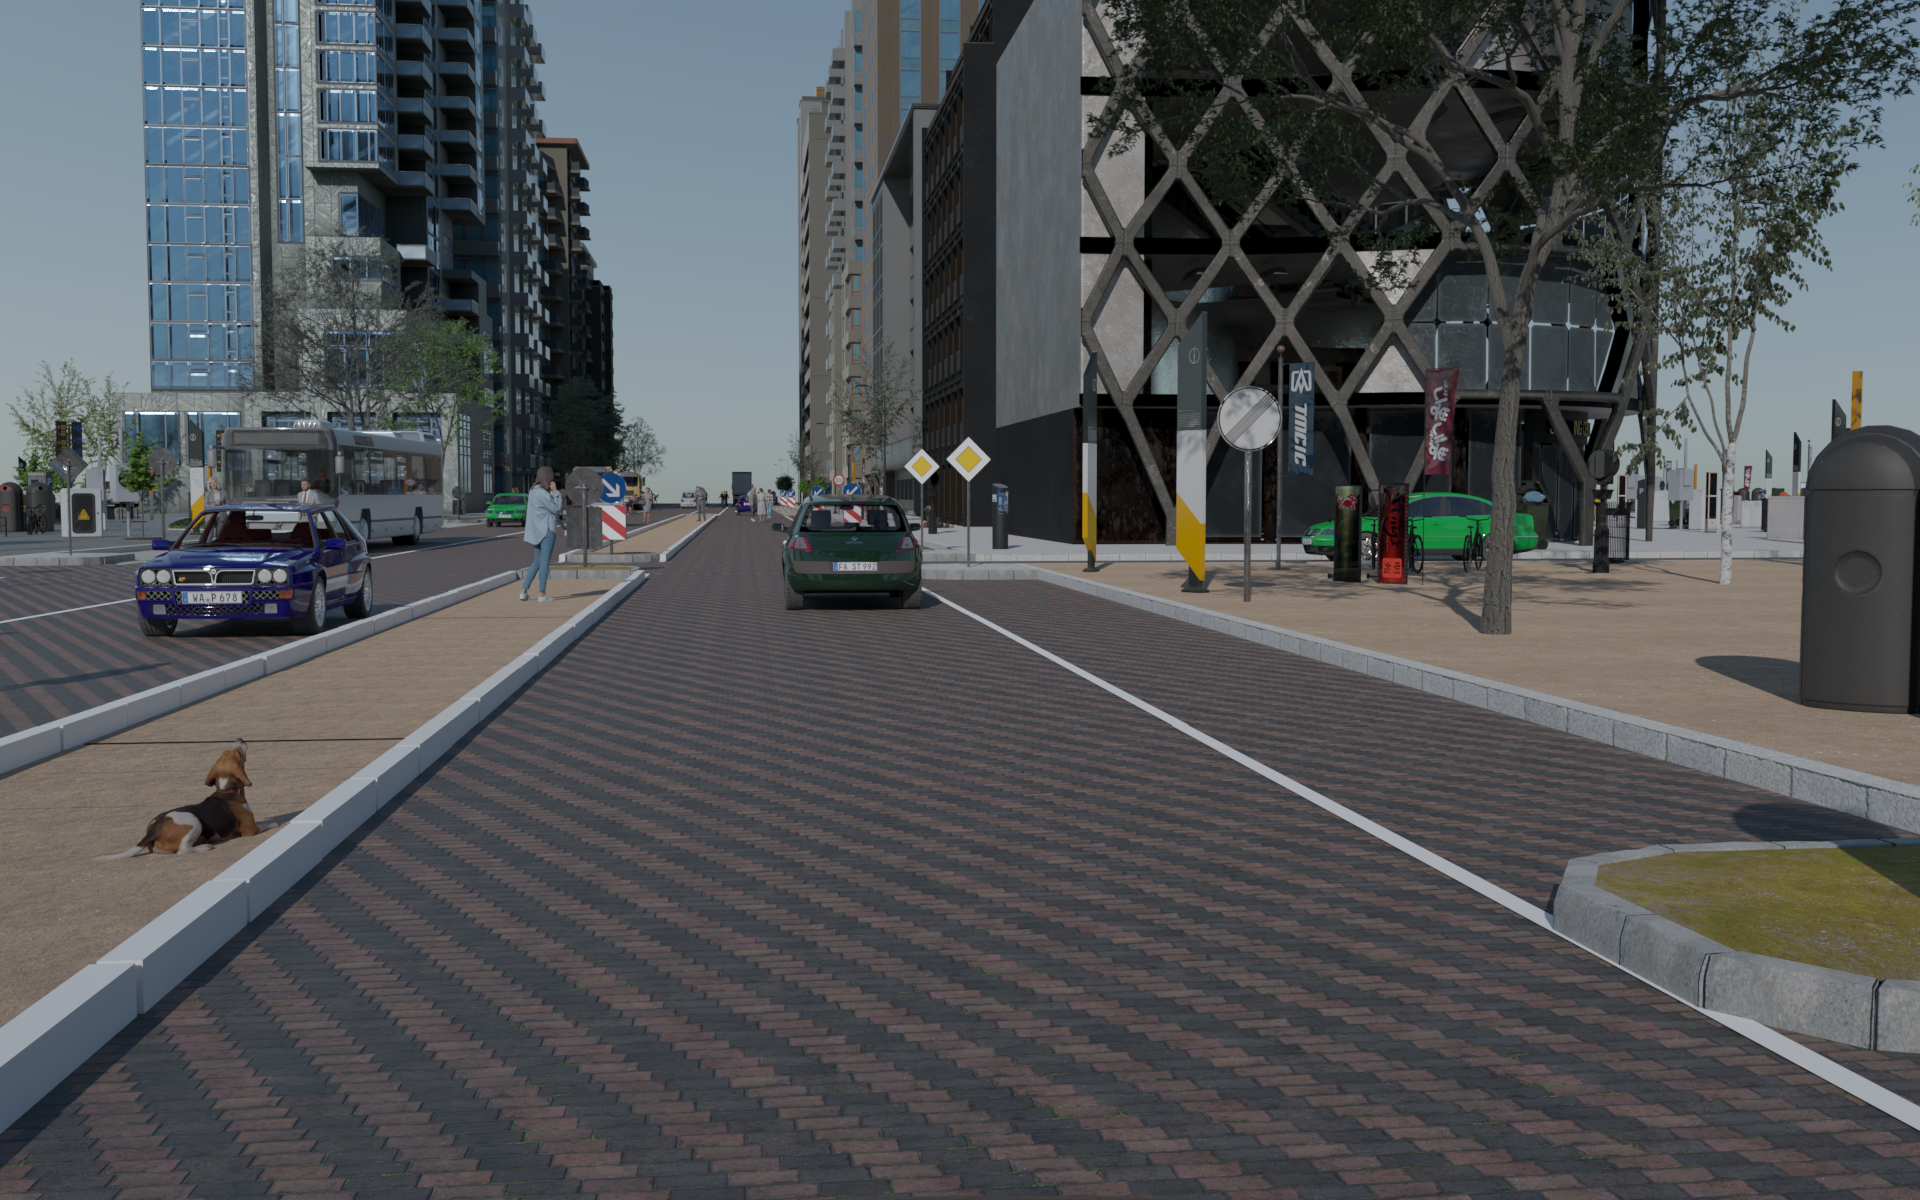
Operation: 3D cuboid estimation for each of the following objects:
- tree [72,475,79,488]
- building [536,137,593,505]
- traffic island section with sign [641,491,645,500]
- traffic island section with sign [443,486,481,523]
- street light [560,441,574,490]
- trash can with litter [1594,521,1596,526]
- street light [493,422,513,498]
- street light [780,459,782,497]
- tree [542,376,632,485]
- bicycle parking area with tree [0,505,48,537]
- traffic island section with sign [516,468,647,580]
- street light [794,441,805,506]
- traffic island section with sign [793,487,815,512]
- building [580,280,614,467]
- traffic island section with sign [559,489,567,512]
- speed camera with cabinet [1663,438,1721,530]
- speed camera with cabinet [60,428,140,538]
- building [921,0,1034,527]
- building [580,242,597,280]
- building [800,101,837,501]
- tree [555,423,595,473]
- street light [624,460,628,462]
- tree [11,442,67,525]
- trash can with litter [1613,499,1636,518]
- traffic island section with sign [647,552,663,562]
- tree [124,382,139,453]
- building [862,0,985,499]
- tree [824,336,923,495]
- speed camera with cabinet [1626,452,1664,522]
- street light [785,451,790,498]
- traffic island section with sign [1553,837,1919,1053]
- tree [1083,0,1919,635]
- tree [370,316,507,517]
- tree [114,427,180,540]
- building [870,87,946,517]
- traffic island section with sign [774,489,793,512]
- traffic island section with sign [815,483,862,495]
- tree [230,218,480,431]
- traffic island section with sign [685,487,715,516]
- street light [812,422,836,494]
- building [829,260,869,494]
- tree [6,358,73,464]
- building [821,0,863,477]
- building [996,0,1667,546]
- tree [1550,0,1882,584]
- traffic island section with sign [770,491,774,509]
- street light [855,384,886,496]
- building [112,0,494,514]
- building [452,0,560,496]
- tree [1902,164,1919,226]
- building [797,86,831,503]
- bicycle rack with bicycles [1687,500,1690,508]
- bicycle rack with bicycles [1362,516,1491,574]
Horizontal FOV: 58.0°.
[{"bbox_3d":[-37.817,-4.794,72.987,1.663,3.219,1.824,0,3,0],"label":"tree"},{"bbox_3d":[-55.948,-33.801,207.276,22.147,44.769,28.867,0,4,-7],"label":"building"},{"bbox_3d":[-44.500,-14.372,243.604,1.989,1.847,2.006,0,4,-7],"label":"traffic island section with sign"},{"bbox_3d":[-24.766,-4.704,85.535,1.989,1.847,2.006,0,4,-7],"label":"traffic island section with sign"},{"bbox_3d":[-34.241,-10.899,150.742,1.470,5.913,1.316,0,4,-7],"label":"street light"},{"bbox_3d":[24.905,-3.620,70.237,2.233,1.210,1.678,3,4,37],"label":"trash can with litter"},{"bbox_3d":[-29.585,-8.533,112.048,1.470,5.913,1.316,0,4,-7],"label":"street light"},{"bbox_3d":[-23.591,-15.885,232.258,1.470,5.913,1.316,0,4,-7],"label":"street light"},{"bbox_3d":[-39.838,-17.017,184.877,9.857,13.997,8.962,0,3,0],"label":"tree"},{"bbox_3d":[-32.422,-3.989,52.230,8.231,4.147,9.016,0,4,-2],"label":"bicycle parking area with tree"},{"bbox_3d":[-6.524,-1.326,29.821,2.006,1.907,1.989,0,4,-7],"label":"traffic island section with sign"},{"bbox_3d":[-13.389,-10.879,150.410,1.470,5.913,1.316,0,4,-7],"label":"street light"},{"bbox_3d":[-7.328,-4.840,87.769,1.989,1.847,2.006,0,4,-7],"label":"traffic island section with sign"},{"bbox_3d":[-53.525,-28.014,229.737,14.160,30.474,14.107,0,4,-7],"label":"building"},{"bbox_3d":[-30.927,-7.726,134.948,1.989,1.847,2.006,0,4,-7],"label":"traffic island section with sign"},{"bbox_3d":[26.229,-4.128,61.831,2.038,3.252,0.660,-2,4,-25],"label":"speed camera with cabinet"},{"bbox_3d":[-25.502,-3.488,51.360,2.038,3.252,0.660,-3,5,-44],"label":"speed camera with cabinet"},{"bbox_3d":[5.270,-15.024,75.312,12.332,23.373,15.834,0,4,-7],"label":"building"},{"bbox_3d":[-65.114,-33.963,247.172,32.217,40.220,23.993,0,4,-7],"label":"building"},{"bbox_3d":[-8.040,-35.940,211.317,21.300,48.544,21.600,0,4,-7],"label":"building"},{"bbox_3d":[-38.955,-13.810,176.147,4.360,8.622,3.978,0,3,0],"label":"tree"},{"bbox_3d":[-44.645,-15.946,233.251,1.470,5.913,1.316,0,4,-7],"label":"street light"},{"bbox_3d":[-34.578,-4.289,64.722,1.663,3.219,1.824,0,3,0],"label":"tree"},{"bbox_3d":[36.245,-5.086,94.221,1.678,1.210,2.233,-3,4,-36],"label":"trash can with litter"},{"bbox_3d":[-7.433,-1.776,37.173,2.006,1.907,1.989,0,4,-7],"label":"traffic island section with sign"},{"bbox_3d":[-51.914,-9.441,104.730,4.737,8.622,4.395,0,3,0],"label":"tree"},{"bbox_3d":[0.577,-28.819,121.303,14.600,45.320,14.200,0,4,-7],"label":"building"},{"bbox_3d":[-3.858,-7.909,79.667,4.360,8.622,3.978,0,3,0],"label":"tree"},{"bbox_3d":[31.977,-5.266,80.432,0.660,3.252,2.038,-3,4,-38],"label":"speed camera with cabinet"},{"bbox_3d":[-18.136,-13.228,188.815,1.470,5.913,1.316,0,4,-7],"label":"street light"},{"bbox_3d":[2.983,0.202,5.325,1.989,1.847,2.006,0,4,-7],"label":"traffic island section with sign"},{"bbox_3d":[4.759,-4.948,15.310,8.767,10.594,7.601,2,4,25],"label":"tree"},{"bbox_3d":[-29.436,-10.518,97.727,9.928,11.665,9.643,0,3,0],"label":"tree"},{"bbox_3d":[-23.128,-3.312,48.759,1.663,3.219,1.824,0,3,0],"label":"tree"},{"bbox_3d":[2.996,-17.131,99.161,14.314,24.678,30.058,0,4,-7],"label":"building"},{"bbox_3d":[-13.450,-7.837,136.766,1.989,1.847,2.006,0,4,-7],"label":"traffic island section with sign"},{"bbox_3d":[-3.919,-3.171,60.466,1.989,1.847,2.006,0,4,-7],"label":"traffic island section with sign"},{"bbox_3d":[-26.857,-10.212,77.341,12.009,13.543,11.850,0,3,0],"label":"tree"},{"bbox_3d":[-16.755,-6.336,111.733,2.006,1.907,1.989,0,4,-7],"label":"traffic island section with sign"},{"bbox_3d":[-8.650,-8.558,112.459,1.470,5.913,1.316,0,4,-7],"label":"street light"},{"bbox_3d":[3.697,-18.291,144.094,27.650,21.520,28.899,0,4,-7],"label":"building"},{"bbox_3d":[-48.262,-8.702,92.644,4.737,8.622,4.395,0,3,0],"label":"tree"},{"bbox_3d":[-1.899,-33.820,172.568,23.786,49.044,30.456,0,4,-7],"label":"building"},{"bbox_3d":[10.524,-11.135,49.504,16.811,18.784,16.820,0,4,-7],"label":"building"},{"bbox_3d":[10.855,-4.546,24.687,4.360,8.622,3.978,0,3,0],"label":"tree"},{"bbox_3d":[-16.889,-9.523,164.332,1.989,1.847,2.006,0,4,-7],"label":"traffic island section with sign"},{"bbox_3d":[-3.719,-6.157,73.210,1.470,5.913,1.316,0,4,-7],"label":"street light"},{"bbox_3d":[-45.165,-49.529,122.477,22.319,86.520,31.000,0,4,-7],"label":"building"},{"bbox_3d":[-49.149,-32.758,155.195,23.786,49.044,30.456,0,4,-7],"label":"building"},{"bbox_3d":[15.548,-4.478,23.576,4.737,8.622,4.395,0,3,0],"label":"tree"},{"bbox_3d":[-13.537,-43.802,258.162,21.231,58.520,28.212,0,4,-7],"label":"building"},{"bbox_3d":[48.937,-6.296,116.320,2.852,0.926,2.925,-1,4,-17],"label":"bicycle rack with bicycles"},{"bbox_3d":[7.891,-0.953,28.971,2.852,0.926,2.925,1,4,18],"label":"bicycle rack with bicycles"}]
